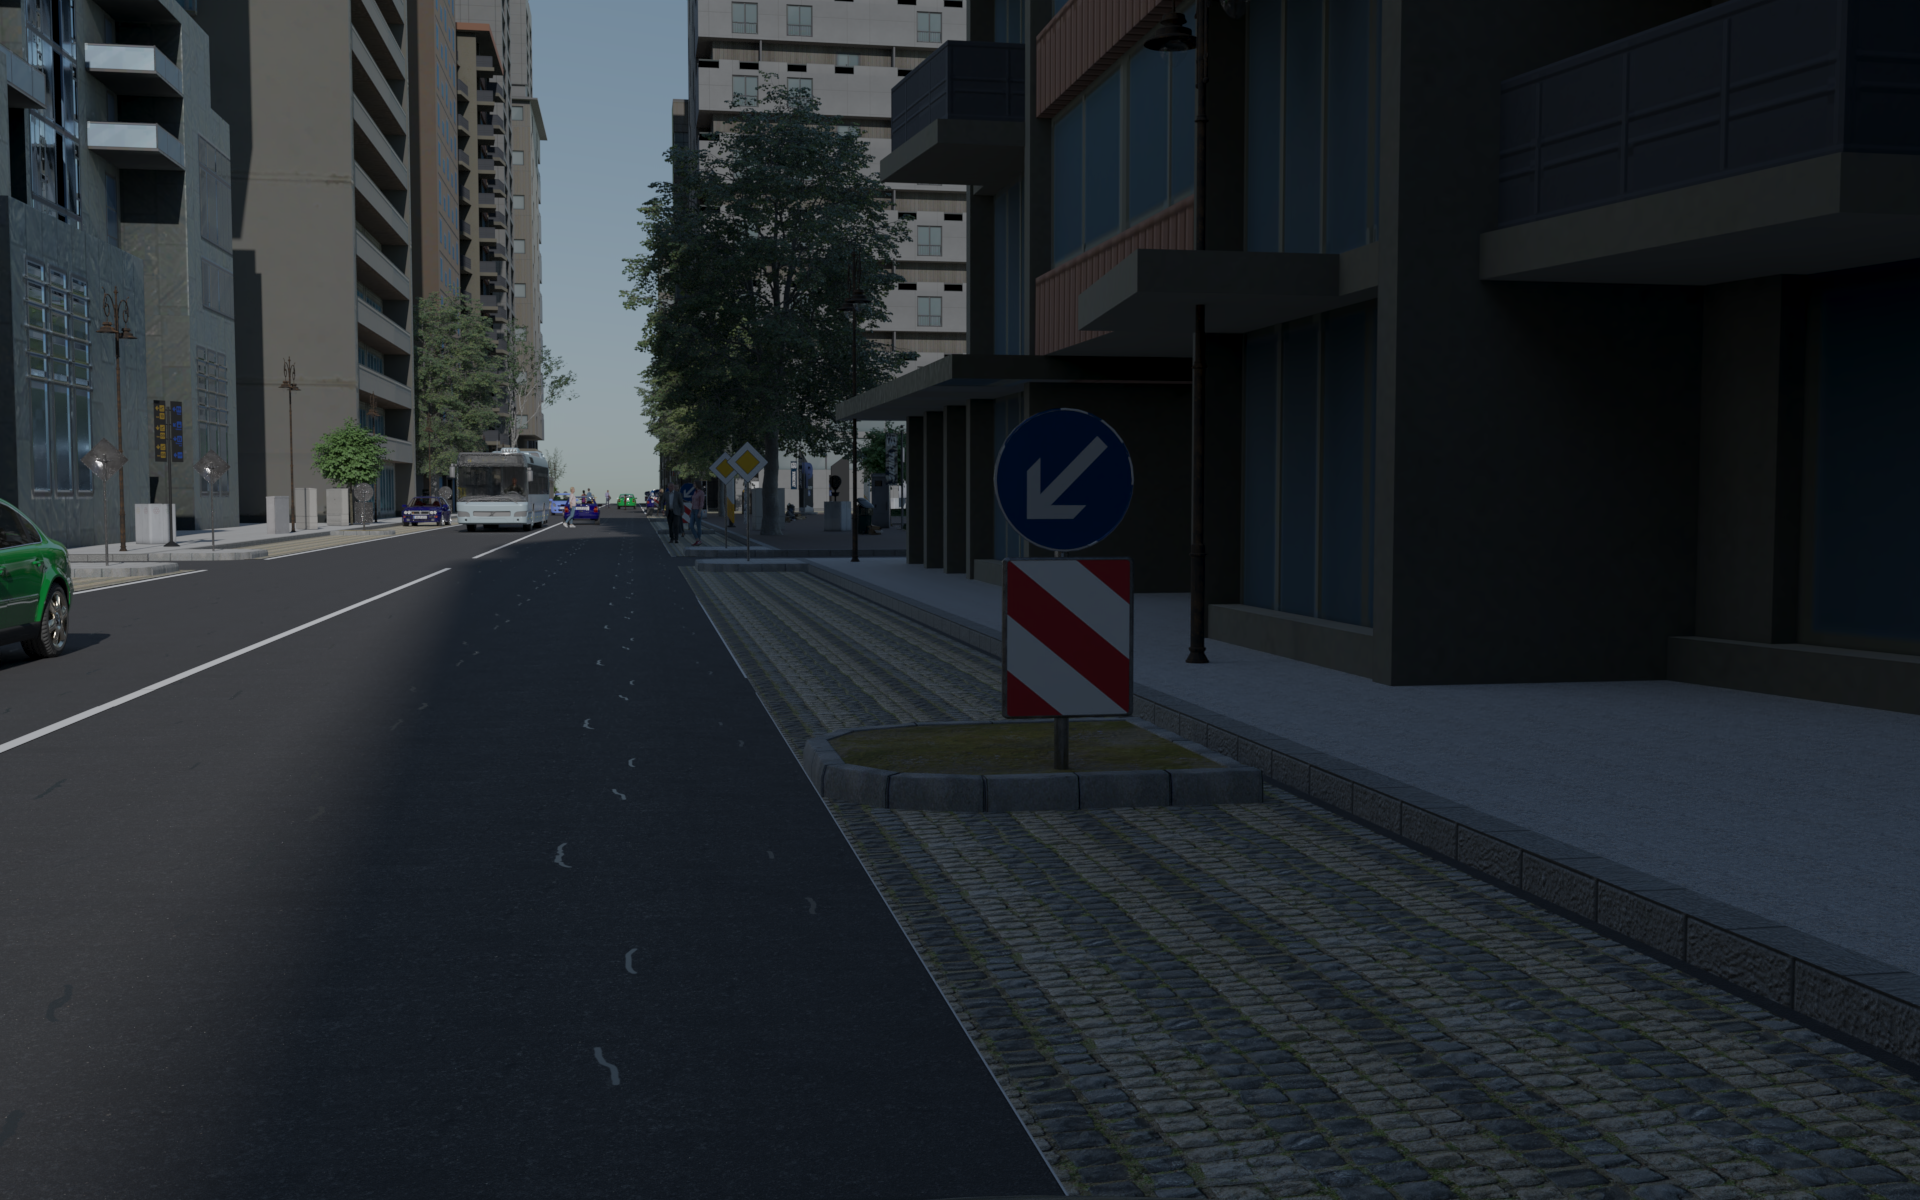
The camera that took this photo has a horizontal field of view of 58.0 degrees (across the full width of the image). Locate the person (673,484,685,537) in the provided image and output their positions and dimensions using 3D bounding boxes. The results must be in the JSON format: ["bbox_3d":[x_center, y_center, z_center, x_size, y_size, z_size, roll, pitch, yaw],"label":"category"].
[{"bbox_3d":[-9.375,-2.961,57.330,0.576,1.772,0.534,1,4,10],"label":"person"}]

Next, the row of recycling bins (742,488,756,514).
[{"bbox_3d":[-12.592,-6.291,109.978,3.534,1.692,1.069,3,5,45],"label":"row of recycling bins"}]

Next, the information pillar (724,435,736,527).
[{"bbox_3d":[-8.894,-4.619,66.874,0.504,3.616,0.183,3,5,43],"label":"information pillar"}]

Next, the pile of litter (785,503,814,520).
[{"bbox_3d":[-8.335,-4.520,87.867,1.176,0.858,1.719,1,4,13],"label":"pile of litter"}]

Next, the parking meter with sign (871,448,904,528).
[{"bbox_3d":[-2.975,-4.198,64.897,1.738,3.016,0.543,0,4,3],"label":"parking meter with sign"}]

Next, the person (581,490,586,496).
[{"bbox_3d":[-28.216,-7.364,129.582,0.721,1.739,1.217,2,4,31],"label":"person"}]

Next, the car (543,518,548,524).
[{"bbox_3d":[-21.161,-4.424,84.699,2.083,1.381,4.827,-1,4,-12],"label":"car"}]

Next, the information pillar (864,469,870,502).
[{"bbox_3d":[-4.994,-6.215,92.965,0.183,3.616,0.504,-3,4,-39],"label":"information pillar"}]

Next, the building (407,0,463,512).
[{"bbox_3d":[-41.763,-28.563,117.108,14.600,45.320,14.200,-1,4,-11],"label":"building"}]

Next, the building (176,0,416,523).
[{"bbox_3d":[-39.112,-28.137,83.745,21.300,48.544,21.600,-1,4,-11],"label":"building"}]

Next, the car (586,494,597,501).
[{"bbox_3d":[-52.911,-14.505,247.381,2.015,1.641,3.980,-1,4,-12],"label":"car"}]

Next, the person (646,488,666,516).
[{"bbox_3d":[-19.366,-6.249,110.885,1.509,1.804,0.699,3,5,39],"label":"person"}]

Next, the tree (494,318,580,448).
[{"bbox_3d":[-46.644,-20.067,183.979,12.611,20.169,13.585,0,3,0],"label":"tree"}]

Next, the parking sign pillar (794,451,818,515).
[{"bbox_3d":[-9.474,-7.226,106.615,1.447,3.967,1.447,1,4,18],"label":"parking sign pillar"}]

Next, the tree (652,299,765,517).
[{"bbox_3d":[-13.497,-11.006,98.070,7.486,12.596,7.792,0,3,0],"label":"tree"}]

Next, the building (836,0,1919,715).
[{"bbox_3d":[10.785,-22.355,20.126,22.147,44.769,28.867,-1,4,-11],"label":"building"}]

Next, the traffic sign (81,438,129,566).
[{"bbox_3d":[-15.241,-1.667,30.895,0.795,2.450,0.064,-1,4,-11],"label":"traffic sign"}]

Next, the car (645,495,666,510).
[{"bbox_3d":[-26.926,-8.614,153.413,1.945,1.354,3.894,-1,4,-10],"label":"car"}]

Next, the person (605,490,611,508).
[{"bbox_3d":[-35.381,-10.149,174.306,0.599,1.838,0.709,2,4,34],"label":"person"}]

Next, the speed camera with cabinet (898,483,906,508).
[{"bbox_3d":[-3.477,-6.844,106.236,0.660,3.252,2.038,0,4,-1],"label":"speed camera with cabinet"}]

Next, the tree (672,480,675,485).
[{"bbox_3d":[-32.494,-12.503,199.031,1.663,3.219,1.824,0,3,0],"label":"tree"}]

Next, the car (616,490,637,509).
[{"bbox_3d":[-31.530,-9.486,163.887,1.959,1.807,4.718,-1,4,-10],"label":"car"}]

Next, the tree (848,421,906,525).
[{"bbox_3d":[-3.037,-5.496,73.575,4.285,4.588,4.351,0,3,0],"label":"tree"}]

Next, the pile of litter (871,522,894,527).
[{"bbox_3d":[-3.223,-3.354,68.795,1.719,0.858,1.176,3,4,38],"label":"pile of litter"}]

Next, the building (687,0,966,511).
[{"bbox_3d":[-8.399,-33.876,143.103,28.713,52.752,27.495,-1,4,-11],"label":"building"}]

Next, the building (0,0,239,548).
[{"bbox_3d":[-34.343,-44.991,48.279,22.319,86.520,31.000,-1,4,-11],"label":"building"}]

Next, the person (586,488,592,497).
[{"bbox_3d":[-24.312,-6.432,113.694,0.654,1.822,0.581,3,4,37],"label":"person"}]

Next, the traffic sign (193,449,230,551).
[{"bbox_3d":[-16.723,-2.147,38.742,0.795,2.450,0.064,-1,4,-11],"label":"traffic sign"}]

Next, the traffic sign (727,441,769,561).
[{"bbox_3d":[-4.040,-1.794,32.982,0.795,2.450,0.064,-1,4,-11],"label":"traffic sign"}]

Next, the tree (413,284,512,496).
[{"bbox_3d":[-32.462,-12.204,106.184,9.857,13.997,8.962,0,3,0],"label":"tree"}]

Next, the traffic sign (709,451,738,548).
[{"bbox_3d":[-5.523,-2.274,40.829,0.795,2.450,0.064,-1,4,-11],"label":"traffic sign"}]

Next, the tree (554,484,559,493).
[{"bbox_3d":[-62.460,-16.567,265.467,1.663,3.219,1.824,0,3,0],"label":"tree"}]

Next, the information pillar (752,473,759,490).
[{"bbox_3d":[-13.505,-7.524,114.365,0.504,3.616,0.183,0,4,0],"label":"information pillar"}]

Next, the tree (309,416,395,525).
[{"bbox_3d":[-25.259,-5.403,72.054,4.285,4.588,4.351,0,3,0],"label":"tree"}]

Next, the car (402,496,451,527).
[{"bbox_3d":[-23.755,-3.949,77.148,1.945,1.354,3.894,-1,4,-9],"label":"car"}]

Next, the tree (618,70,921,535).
[{"bbox_3d":[-5.930,-9.025,54.206,9.857,13.997,8.962,0,3,0],"label":"tree"}]

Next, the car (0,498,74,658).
[{"bbox_3d":[-8.537,-0.300,13.698,1.959,1.807,4.718,-1,4,-11],"label":"car"}]

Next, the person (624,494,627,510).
[{"bbox_3d":[-29.865,-8.725,154.419,0.557,1.426,1.065,-1,4,-16],"label":"person"}]

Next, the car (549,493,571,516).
[{"bbox_3d":[-26.754,-6.568,116.984,1.945,1.707,3.694,-1,4,-12],"label":"car"}]

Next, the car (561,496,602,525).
[{"bbox_3d":[-17.923,-4.246,82.003,1.945,1.354,3.894,-1,4,-12],"label":"car"}]

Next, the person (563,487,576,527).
[{"bbox_3d":[-16.782,-3.995,74.482,0.598,1.740,0.731,-2,4,-27],"label":"person"}]

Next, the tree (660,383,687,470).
[{"bbox_3d":[-16.730,-9.731,109.467,4.360,8.622,3.978,0,3,0],"label":"tree"}]

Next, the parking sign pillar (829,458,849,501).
[{"bbox_3d":[-7.927,-7.656,113.649,1.447,3.967,1.447,-2,4,-29],"label":"parking sign pillar"}]

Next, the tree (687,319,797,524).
[{"bbox_3d":[-8.959,-7.564,74.037,4.360,8.622,3.978,0,3,0],"label":"tree"}]

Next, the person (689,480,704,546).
[{"bbox_3d":[-7.267,-2.397,47.696,0.555,1.821,0.388,3,5,39],"label":"person"}]

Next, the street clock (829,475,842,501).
[{"bbox_3d":[-4.783,-3.784,66.443,0.471,2.002,0.358,0,4,3],"label":"street clock"}]

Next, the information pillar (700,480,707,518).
[{"bbox_3d":[-13.491,-5.299,91.124,0.304,2.012,0.304,-2,4,-24],"label":"information pillar"}]

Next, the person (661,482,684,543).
[{"bbox_3d":[-8.336,-2.525,50.183,0.661,1.777,0.834,-1,4,-9],"label":"person"}]

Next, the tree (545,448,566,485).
[{"bbox_3d":[-63.332,-19.531,269.699,4.360,8.622,3.978,0,3,0],"label":"tree"}]

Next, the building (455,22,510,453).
[{"bbox_3d":[-53.199,-30.780,157.882,22.147,44.769,28.867,-1,4,-11],"label":"building"}]
